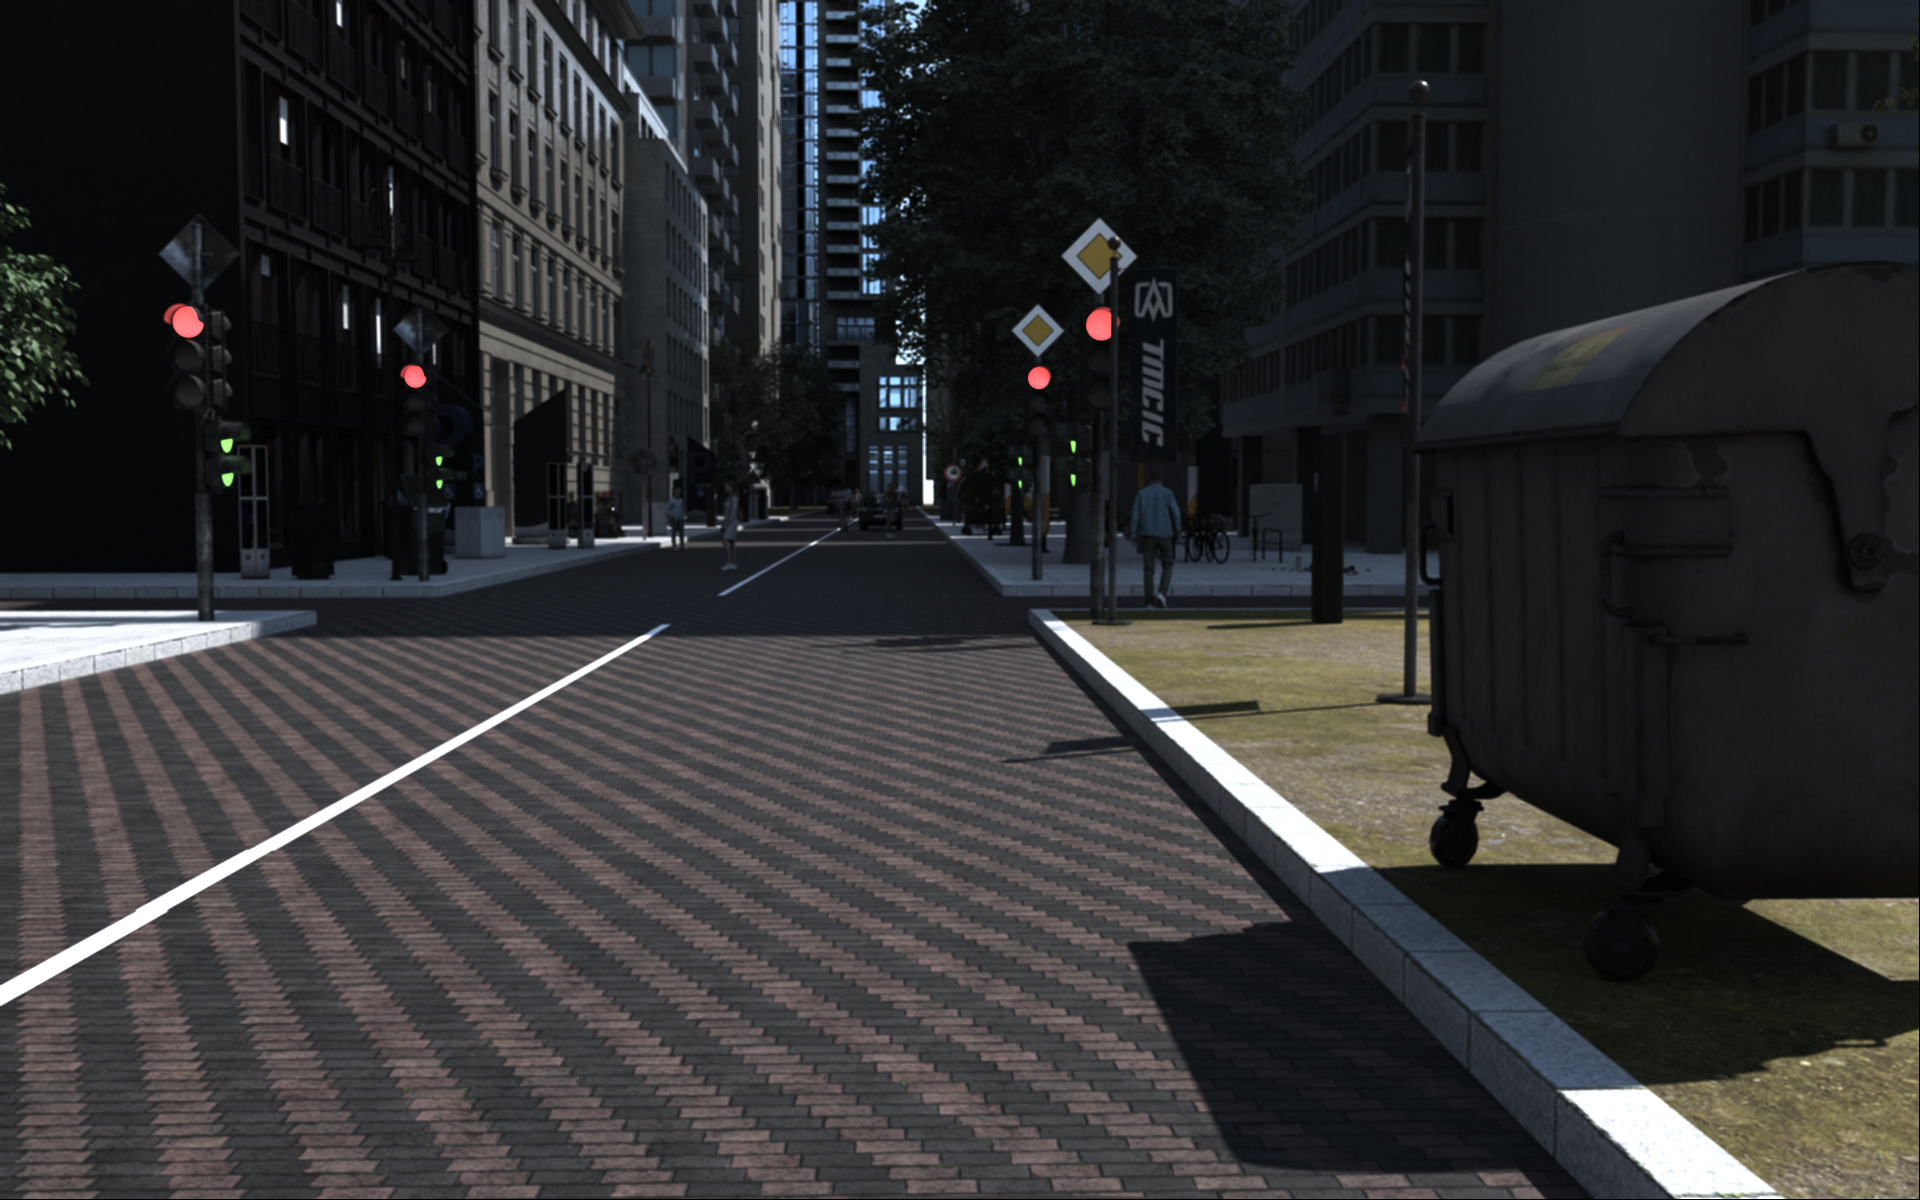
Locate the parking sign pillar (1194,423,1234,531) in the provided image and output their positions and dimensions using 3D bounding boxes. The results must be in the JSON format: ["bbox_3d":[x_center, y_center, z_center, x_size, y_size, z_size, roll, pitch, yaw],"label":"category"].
[{"bbox_3d":[9.001,-4.455,61.305,1.447,3.967,1.447,2,4,29],"label":"parking sign pillar"}]

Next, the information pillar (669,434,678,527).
[{"bbox_3d":[-11.116,-4.643,67.274,0.183,3.616,0.504,-3,5,-44],"label":"information pillar"}]

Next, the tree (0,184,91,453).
[{"bbox_3d":[-9.252,-1.891,14.632,4.285,4.588,4.351,0,3,0],"label":"tree"}]

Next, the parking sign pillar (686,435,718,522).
[{"bbox_3d":[-11.794,-5.537,79.010,1.447,3.967,1.447,0,4,1],"label":"parking sign pillar"}]

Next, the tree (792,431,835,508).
[{"bbox_3d":[-13.407,-12.672,157.553,4.360,8.622,3.978,0,3,0],"label":"tree"}]

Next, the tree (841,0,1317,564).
[{"bbox_3d":[2.251,-7.635,31.482,9.857,13.997,8.962,0,3,0],"label":"tree"}]

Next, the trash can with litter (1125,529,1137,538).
[{"bbox_3d":[5.282,-2.407,50.735,1.055,1.170,0.624,3,5,40],"label":"trash can with litter"}]

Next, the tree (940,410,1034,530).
[{"bbox_3d":[1.562,-4.775,61.792,4.285,4.588,4.351,0,3,0],"label":"tree"}]

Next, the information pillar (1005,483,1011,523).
[{"bbox_3d":[2.108,-5.301,78.027,0.504,3.616,0.183,0,4,-3],"label":"information pillar"}]

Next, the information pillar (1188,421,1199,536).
[{"bbox_3d":[6.961,-3.694,51.749,0.183,3.616,0.504,-1,4,-23],"label":"information pillar"}]

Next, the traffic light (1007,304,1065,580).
[{"bbox_3d":[1.129,-2.250,25.708,0.839,4.253,0.868,0,4,-2],"label":"traffic light"}]

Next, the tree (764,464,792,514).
[{"bbox_3d":[-11.672,-7.202,112.351,1.663,3.219,1.824,0,3,0],"label":"tree"}]

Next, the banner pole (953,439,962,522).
[{"bbox_3d":[-0.183,-5.461,79.304,0.401,3.779,0.863,-1,4,-23],"label":"banner pole"}]

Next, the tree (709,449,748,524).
[{"bbox_3d":[-10.109,-4.879,74.369,1.663,3.219,1.824,0,3,0],"label":"tree"}]

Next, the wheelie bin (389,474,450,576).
[{"bbox_3d":[-8.618,-1.200,27.531,0.693,1.594,0.980,3,5,42],"label":"wheelie bin"}]

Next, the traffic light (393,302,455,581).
[{"bbox_3d":[-7.876,-2.231,25.394,0.839,4.253,0.868,0,4,-2],"label":"traffic light"}]

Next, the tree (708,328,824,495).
[{"bbox_3d":[-11.699,-9.905,96.358,8.767,10.594,7.601,0,4,-2],"label":"tree"}]

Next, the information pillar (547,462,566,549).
[{"bbox_3d":[-9.376,-2.188,40.265,0.304,2.012,0.304,1,4,18],"label":"information pillar"}]

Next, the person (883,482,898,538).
[{"bbox_3d":[-2.280,-2.984,57.265,0.573,1.828,0.580,-2,4,-28],"label":"person"}]

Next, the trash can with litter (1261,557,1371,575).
[{"bbox_3d":[5.952,-1.063,28.439,1.678,1.210,2.233,0,4,-2],"label":"trash can with litter"}]

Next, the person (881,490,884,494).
[{"bbox_3d":[-6.678,-8.578,149.428,1.217,1.739,0.721,0,4,3],"label":"person"}]

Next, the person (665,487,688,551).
[{"bbox_3d":[-7.204,-2.061,44.013,0.589,1.601,0.330,-3,5,-39],"label":"person"}]

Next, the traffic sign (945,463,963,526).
[{"bbox_3d":[-0.247,-4.311,70.594,0.768,2.556,0.104,0,4,-1],"label":"traffic sign"}]

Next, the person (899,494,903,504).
[{"bbox_3d":[-5.413,-8.858,156.544,0.599,1.433,0.991,0,4,5],"label":"person"}]

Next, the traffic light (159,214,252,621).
[{"bbox_3d":[-7.611,-1.743,17.413,0.839,4.253,0.868,0,4,-2],"label":"traffic light"}]

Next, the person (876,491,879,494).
[{"bbox_3d":[-7.978,-9.676,167.364,0.551,1.740,0.621,3,4,37],"label":"person"}]

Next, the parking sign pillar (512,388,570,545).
[{"bbox_3d":[-10.660,-3.393,43.942,1.447,3.967,1.447,-1,4,-20],"label":"parking sign pillar"}]

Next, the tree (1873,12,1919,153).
[{"bbox_3d":[10.107,-3.903,14.183,4.737,8.622,4.395,0,3,0],"label":"tree"}]

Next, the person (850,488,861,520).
[{"bbox_3d":[-5.936,-5.415,97.626,0.593,1.750,0.643,-2,4,-29],"label":"person"}]

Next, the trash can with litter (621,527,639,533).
[{"bbox_3d":[-11.650,-2.873,58.028,1.678,1.210,2.233,-1,4,-13],"label":"trash can with litter"}]

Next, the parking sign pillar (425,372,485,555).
[{"bbox_3d":[-10.903,-2.987,37.312,1.447,3.967,1.447,1,4,23],"label":"parking sign pillar"}]

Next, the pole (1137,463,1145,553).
[{"bbox_3d":[3.906,-2.663,37.379,0.158,3.312,0.155,0,3,0],"label":"pole"}]

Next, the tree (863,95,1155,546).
[{"bbox_3d":[1.465,-7.160,42.828,9.928,11.665,9.643,0,3,0],"label":"tree"}]

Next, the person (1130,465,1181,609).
[{"bbox_3d":[2.385,-0.750,21.105,0.601,1.785,0.444,1,4,14],"label":"person"}]

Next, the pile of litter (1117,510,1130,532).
[{"bbox_3d":[5.510,-2.787,59.538,1.176,0.858,1.719,2,4,24],"label":"pile of litter"}]

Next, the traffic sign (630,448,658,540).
[{"bbox_3d":[-8.756,-2.930,48.011,0.768,2.556,0.104,0,4,1],"label":"traffic sign"}]

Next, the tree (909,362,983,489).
[{"bbox_3d":[-0.393,-8.866,95.320,4.737,8.622,4.395,0,3,0],"label":"tree"}]

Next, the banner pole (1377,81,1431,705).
[{"bbox_3d":[2.816,-1.273,10.838,0.401,3.779,0.863,0,4,8],"label":"banner pole"}]

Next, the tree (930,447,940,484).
[{"bbox_3d":[-0.206,-7.415,104.948,4.285,4.588,4.351,0,3,0],"label":"tree"}]

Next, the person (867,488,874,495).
[{"bbox_3d":[-5.256,-5.713,102.364,0.683,1.767,0.568,1,4,17],"label":"person"}]

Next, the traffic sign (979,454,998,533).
[{"bbox_3d":[0.795,-3.461,56.586,0.884,2.594,0.081,0,4,-1],"label":"traffic sign"}]

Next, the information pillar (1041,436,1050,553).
[{"bbox_3d":[1.850,-2.837,37.735,0.183,3.616,0.504,-1,4,-12],"label":"information pillar"}]

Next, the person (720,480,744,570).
[{"bbox_3d":[-4.363,-1.434,32.948,0.522,1.701,0.512,-2,4,-24],"label":"person"}]

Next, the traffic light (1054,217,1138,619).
[{"bbox_3d":[1.394,-1.762,17.727,0.839,4.253,0.868,0,4,-2],"label":"traffic light"}]

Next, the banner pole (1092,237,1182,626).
[{"bbox_3d":[1.731,-1.647,16.944,0.863,3.779,0.401,0,4,2],"label":"banner pole"}]

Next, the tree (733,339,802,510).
[{"bbox_3d":[-13.479,-14.214,139.056,9.857,13.997,8.962,0,3,0],"label":"tree"}]

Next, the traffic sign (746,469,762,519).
[{"bbox_3d":[-10.669,-5.465,89.356,0.884,2.594,0.081,0,4,6],"label":"traffic sign"}]

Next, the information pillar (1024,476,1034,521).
[{"bbox_3d":[3.293,-5.583,82.632,0.504,3.616,0.183,-1,4,-8],"label":"information pillar"}]
